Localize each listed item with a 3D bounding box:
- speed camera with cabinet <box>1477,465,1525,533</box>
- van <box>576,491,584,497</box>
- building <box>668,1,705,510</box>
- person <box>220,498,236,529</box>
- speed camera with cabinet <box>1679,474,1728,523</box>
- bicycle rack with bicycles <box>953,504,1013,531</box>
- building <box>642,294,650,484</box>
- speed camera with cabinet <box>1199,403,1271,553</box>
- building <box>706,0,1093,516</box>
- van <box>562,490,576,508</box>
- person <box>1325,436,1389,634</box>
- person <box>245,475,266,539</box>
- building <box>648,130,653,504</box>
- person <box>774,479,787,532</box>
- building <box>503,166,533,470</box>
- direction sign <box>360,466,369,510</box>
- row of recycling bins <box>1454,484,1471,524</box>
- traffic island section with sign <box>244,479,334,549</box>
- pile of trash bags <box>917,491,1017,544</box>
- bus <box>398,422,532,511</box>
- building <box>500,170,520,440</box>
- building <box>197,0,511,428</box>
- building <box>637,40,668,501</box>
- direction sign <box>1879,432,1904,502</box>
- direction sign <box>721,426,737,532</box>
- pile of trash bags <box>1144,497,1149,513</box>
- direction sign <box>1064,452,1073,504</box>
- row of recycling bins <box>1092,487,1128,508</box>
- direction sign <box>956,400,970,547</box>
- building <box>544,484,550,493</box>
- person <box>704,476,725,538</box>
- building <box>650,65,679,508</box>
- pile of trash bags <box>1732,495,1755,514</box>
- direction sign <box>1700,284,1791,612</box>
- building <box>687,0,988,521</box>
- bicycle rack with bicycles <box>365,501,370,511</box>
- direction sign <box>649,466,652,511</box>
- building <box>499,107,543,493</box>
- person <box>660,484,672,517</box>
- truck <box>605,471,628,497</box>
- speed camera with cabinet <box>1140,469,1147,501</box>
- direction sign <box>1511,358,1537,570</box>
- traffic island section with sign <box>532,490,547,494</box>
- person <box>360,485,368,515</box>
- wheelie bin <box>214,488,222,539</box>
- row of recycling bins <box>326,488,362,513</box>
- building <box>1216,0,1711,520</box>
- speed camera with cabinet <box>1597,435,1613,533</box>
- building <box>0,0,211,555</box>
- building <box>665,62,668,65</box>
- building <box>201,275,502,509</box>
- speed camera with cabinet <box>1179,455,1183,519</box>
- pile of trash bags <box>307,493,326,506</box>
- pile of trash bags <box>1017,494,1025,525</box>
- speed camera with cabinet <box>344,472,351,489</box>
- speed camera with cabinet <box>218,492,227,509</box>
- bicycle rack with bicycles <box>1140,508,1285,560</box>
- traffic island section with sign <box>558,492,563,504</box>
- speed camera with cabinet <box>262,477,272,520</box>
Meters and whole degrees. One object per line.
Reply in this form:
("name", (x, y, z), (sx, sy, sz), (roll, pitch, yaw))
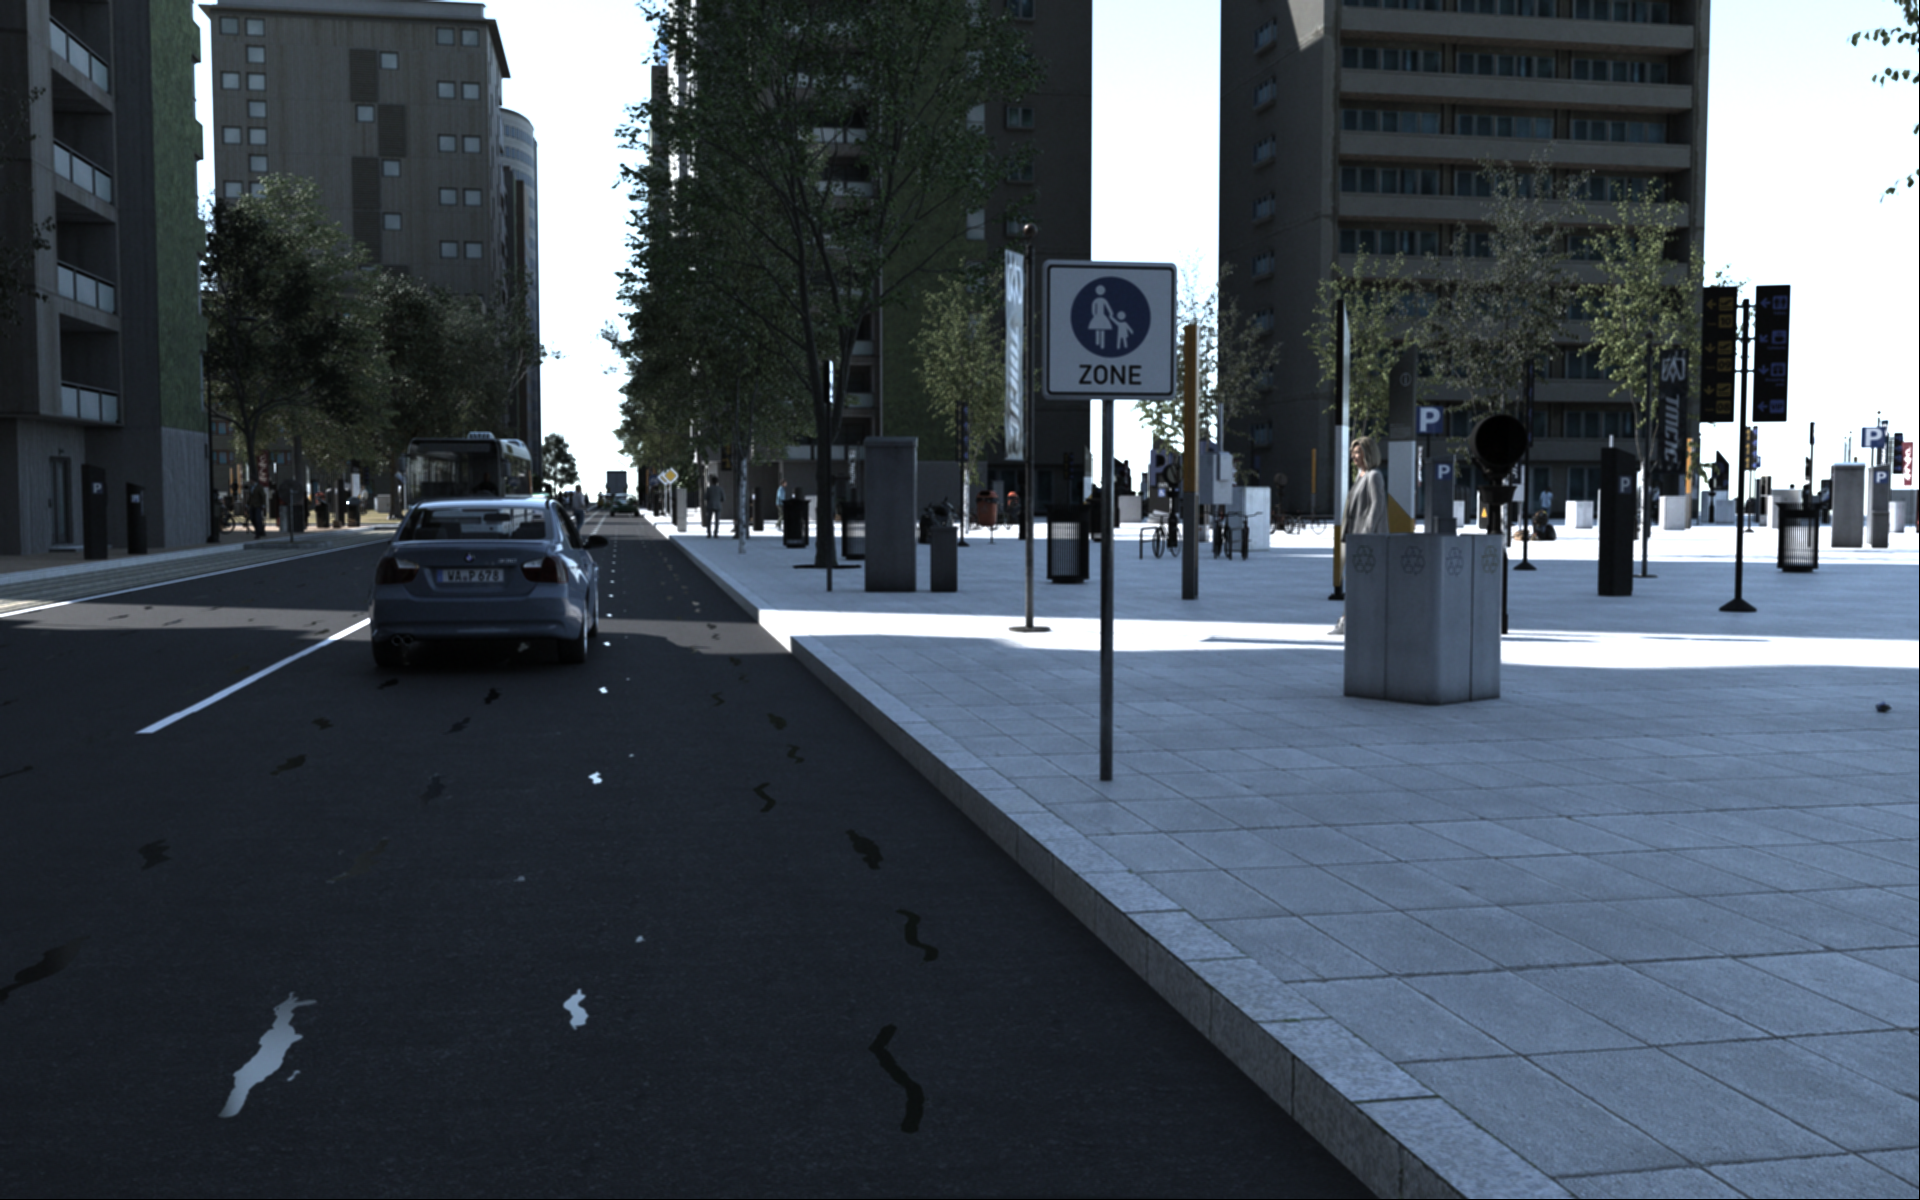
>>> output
("speed camera with cabinet", (17.490, -3.767, 55.928), (0.660, 3.252, 2.038), (-1, 4, -14))
("van", (-53.390, -14.312, 241.011), (2.013, 2.044, 4.112), (-1, 4, -12))
("building", (-9.888, -33.818, 142.169), (28.713, 52.752, 27.495), (-1, 4, -11))
("person", (-27.288, -3.222, 64.218), (0.738, 1.151, 1.012), (-2, 4, -28))
("speed camera with cabinet", (33.463, -5.115, 77.973), (2.038, 3.252, 0.660), (0, 4, -7))
("bicycle rack with bicycles", (0.705, -2.983, 62.152), (2.925, 0.926, 2.852), (-3, 4, -36))
("building", (-38.718, -29.276, 250.359), (14.160, 30.474, 14.107), (-1, 4, -11))
("speed camera with cabinet", (6.062, -2.699, 38.465), (2.038, 3.252, 0.660), (-3, 5, -42))
("building", (-4.650, -29.545, 106.763), (21.300, 48.544, 21.600), (-1, 4, -11))
("van", (-41.447, -10.831, 184.096), (2.013, 2.044, 4.112), (-1, 4, -10))
("person", (3.705, -0.576, 15.651), (0.728, 1.800, 0.709), (0, 4, -3))
("person", (-20.230, -2.677, 49.727), (0.656, 1.842, 0.836), (0, 4, -6))
("building", (-28.106, -36.368, 218.320), (21.300, 48.544, 21.600), (-1, 4, -11))
("person", (-6.109, -3.214, 58.934), (0.444, 1.785, 0.601), (0, 4, -1))
("building", (-66.649, -36.023, 239.088), (14.600, 45.320, 14.200), (-1, 4, -11))
("direction sign", (-48.774, -9.155, 141.679), (0.876, 3.537, 0.379), (-3, 4, -39))
("row of recycling bins", (21.291, -4.119, 74.461), (1.069, 1.692, 3.534), (2, 4, 27))
("traffic island section with sign", (-17.645, -2.264, 45.637), (1.989, 1.847, 2.006), (-1, 4, -11))
("pile of trash bags", (-0.536, -2.170, 45.236), (3.447, 1.369, 1.912), (2, 4, 27))
("bus", (-14.870, -3.566, 53.158), (2.948, 3.499, 13.247), (-1, 4, -10))
("building", (-61.567, -32.286, 211.477), (14.154, 41.232, 14.086), (-1, 4, -11))
("building", (-64.230, -36.711, 189.457), (28.713, 52.752, 27.495), (-1, 4, -11))
("building", (-43.948, -60.095, 295.231), (22.319, 86.520, 31.000), (-1, 4, -11))
("direction sign", (34.194, -4.383, 63.660), (0.876, 3.537, 0.379), (0, 4, -6))
("direction sign", (-7.547, -4.037, 57.996), (0.876, 3.537, 0.379), (0, 4, -6))
("pile of trash bags", (13.816, -6.673, 118.858), (3.447, 1.369, 1.912), (-1, 4, -14))
("direction sign", (5.917, -6.270, 94.506), (0.379, 3.537, 0.876), (3, 5, 39))
("row of recycling bins", (8.018, -5.314, 93.997), (1.069, 1.692, 3.534), (-2, 4, -24))
("direction sign", (0.049, -3.081, 42.375), (0.379, 3.537, 0.876), (1, 4, 17))
("building", (-84.062, -36.233, 284.297), (32.217, 40.220, 23.993), (-1, 4, -11))
("person", (-7.218, -2.729, 50.866), (0.606, 1.804, 0.583), (-1, 4, -17))
("building", (-23.098, -29.748, 169.966), (14.154, 41.232, 14.086), (-1, 4, -11))
("pile of trash bags", (50.302, -6.301, 112.776), (3.447, 1.369, 1.912), (2, 4, 24))
("direction sign", (8.538, -1.646, 18.903), (0.876, 3.537, 0.379), (1, 4, 15))
("building", (-6.735, -24.783, 88.790), (14.086, 41.232, 14.154), (-1, 4, -11))
("bicycle rack with bicycles", (-45.950, -7.129, 129.940), (2.852, 0.926, 2.925), (-3, 5, -44))
("direction sign", (-24.057, -8.724, 134.633), (0.379, 3.537, 0.876), (-1, 4, -22))
("building", (-74.231, -43.860, 259.113), (21.231, 58.520, 28.212), (-1, 4, -11))
("person", (-16.306, -5.577, 96.996), (0.755, 1.850, 0.659), (-3, 5, -43))
("truck", (-42.001, -13.640, 211.934), (2.839, 4.237, 11.283), (-1, 4, -11))
("speed camera with cabinet", (14.365, -8.610, 135.105), (0.660, 3.252, 2.038), (0, 4, 8))
("direction sign", (9.578, -2.279, 29.258), (0.379, 3.537, 0.876), (1, 4, 9))
("traffic island section with sign", (-43.180, -10.210, 175.565), (1.989, 1.847, 2.006), (-1, 4, -11))
("person", (-36.658, -6.128, 106.341), (0.679, 1.850, 0.850), (1, 4, 13))
("wheelie bin", (-20.721, -2.426, 47.567), (0.980, 1.594, 0.693), (3, 4, 36))
("row of recycling bins", (-42.255, -6.842, 118.974), (1.069, 1.692, 3.534), (1, 4, 14))
("building", (26.019, -28.950, 97.027), (21.600, 48.544, 21.300), (-1, 4, -11))
("speed camera with cabinet", (21.596, -3.850, 57.289), (0.660, 3.252, 2.038), (2, 4, 30))
("building", (-25.503, -21.614, 36.979), (14.154, 41.232, 14.086), (-1, 4, -11))
("building", (-22.636, -35.037, 192.471), (23.786, 49.044, 30.456), (-1, 4, -11))
("building", (-58.234, -19.425, 162.641), (27.650, 21.520, 28.899), (-1, 4, -11))
("speed camera with cabinet", (11.703, -5.731, 88.040), (0.660, 3.252, 2.038), (-1, 4, -19))
("pile of trash bags", (-41.202, -6.030, 108.345), (3.447, 1.369, 1.912), (1, 4, 16))
("pile of trash bags", (1.990, -3.932, 74.048), (1.912, 1.369, 3.447), (1, 4, 12))
("speed camera with cabinet", (-49.285, -8.874, 139.423), (0.660, 3.252, 2.038), (-2, 4, -24))
("speed camera with cabinet", (-55.939, -8.287, 129.827), (0.660, 3.252, 2.038), (2, 4, 25))
("bicycle rack with bicycles", (4.849, -1.314, 34.871), (2.852, 0.926, 2.925), (1, 4, 18))
("traffic island section with sign", (-64.373, -16.803, 283.352), (1.989, 1.847, 2.006), (-1, 4, -11))
("speed camera with cabinet", (-35.342, -5.705, 87.608), (0.660, 3.252, 2.038), (0, 4, -8))
